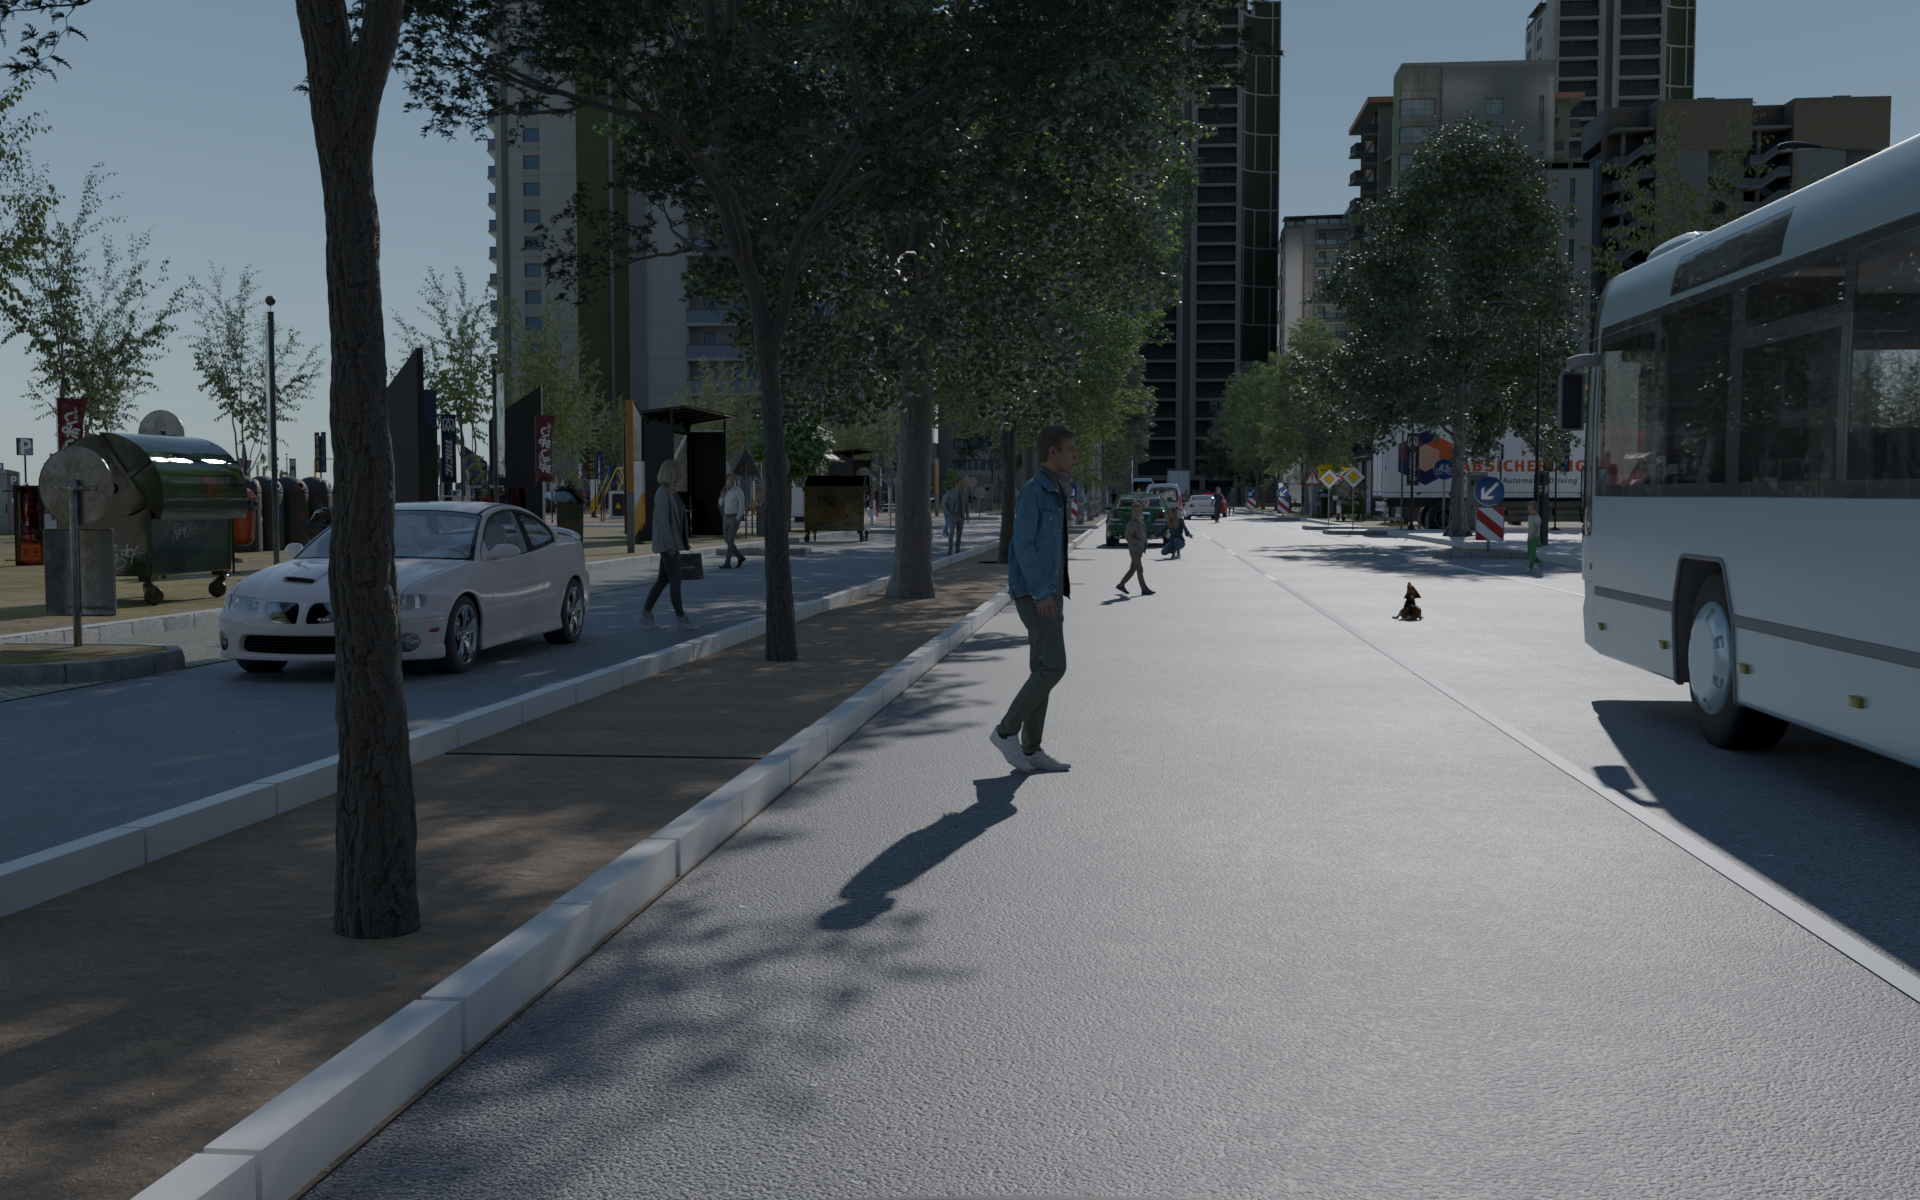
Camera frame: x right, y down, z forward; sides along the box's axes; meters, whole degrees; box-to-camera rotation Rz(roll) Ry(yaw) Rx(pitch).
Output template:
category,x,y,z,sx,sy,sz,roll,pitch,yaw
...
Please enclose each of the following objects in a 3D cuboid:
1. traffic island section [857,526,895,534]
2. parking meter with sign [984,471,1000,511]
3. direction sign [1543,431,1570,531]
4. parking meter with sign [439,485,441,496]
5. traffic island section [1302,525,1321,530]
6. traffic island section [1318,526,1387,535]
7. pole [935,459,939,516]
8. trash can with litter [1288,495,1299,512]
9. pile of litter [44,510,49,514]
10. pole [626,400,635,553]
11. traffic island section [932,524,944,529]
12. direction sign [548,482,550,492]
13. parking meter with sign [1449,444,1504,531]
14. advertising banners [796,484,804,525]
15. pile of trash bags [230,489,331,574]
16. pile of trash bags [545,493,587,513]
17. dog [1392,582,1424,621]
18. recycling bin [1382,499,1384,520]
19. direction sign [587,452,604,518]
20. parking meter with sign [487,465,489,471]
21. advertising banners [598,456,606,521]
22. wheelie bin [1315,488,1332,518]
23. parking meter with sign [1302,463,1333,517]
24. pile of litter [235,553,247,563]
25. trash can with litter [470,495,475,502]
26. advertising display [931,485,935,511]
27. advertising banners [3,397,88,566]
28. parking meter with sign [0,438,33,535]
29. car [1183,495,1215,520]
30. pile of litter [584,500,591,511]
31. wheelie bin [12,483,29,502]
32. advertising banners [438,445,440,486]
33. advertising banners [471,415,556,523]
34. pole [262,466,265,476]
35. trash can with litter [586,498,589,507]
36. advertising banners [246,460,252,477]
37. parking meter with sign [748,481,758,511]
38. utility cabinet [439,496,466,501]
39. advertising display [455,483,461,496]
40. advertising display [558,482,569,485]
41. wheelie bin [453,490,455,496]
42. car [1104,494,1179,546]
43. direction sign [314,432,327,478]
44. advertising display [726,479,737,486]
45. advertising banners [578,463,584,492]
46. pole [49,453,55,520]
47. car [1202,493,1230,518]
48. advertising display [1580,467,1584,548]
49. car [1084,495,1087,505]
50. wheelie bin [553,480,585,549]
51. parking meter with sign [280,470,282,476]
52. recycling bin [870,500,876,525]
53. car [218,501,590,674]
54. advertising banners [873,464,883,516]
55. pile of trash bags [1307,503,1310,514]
category,x,y,z,sx,sy,sz,roll,pitch,yaw
traffic island section,-2.563,-2.523,63.529,2.009,0.180,2.903,0,4,6
parking meter with sign,2.175,-8.374,133.172,1.738,3.016,0.543,0,4,5
direction sign,20.961,-4.215,60.913,0.876,3.537,0.379,1,4,17
parking meter with sign,-44.148,-9.278,147.952,1.738,3.016,0.543,-1,4,-17
traffic island section,14.863,-2.903,69.749,2.009,0.180,2.903,0,4,6
traffic island section,14.039,-2.418,61.807,2.009,0.180,2.903,0,4,6
pole,-1.334,-6.493,100.009,0.158,3.312,0.155,0,3,0
trash can with litter,23.196,-6.836,122.824,1.678,1.210,2.233,1,4,22
pile of litter,-60.037,-6.060,113.047,1.719,0.858,1.176,2,4,33
pole,-7.165,-2.679,37.642,0.158,3.312,0.155,0,3,0
traffic island section,-1.739,-3.009,71.471,2.009,0.180,2.903,0,4,6
direction sign,-35.247,-9.588,148.760,0.379,3.537,0.876,-2,4,-29
parking meter with sign,18.082,-3.940,60.674,1.738,3.016,0.543,0,4,8
advertising banners,-6.176,-4.689,72.847,2.074,3.025,0.090,-3,5,-41
pile of trash bags,-10.295,-1.124,28.124,3.447,1.369,1.912,0,4,-2
pile of trash bags,-27.028,-6.637,118.267,3.447,1.369,1.912,1,4,18
dog,5.113,0.015,19.947,0.748,0.427,0.550,-3,4,-37
recycling bin,21.071,-4.395,84.406,0.722,1.027,0.722,-2,4,-27
direction sign,-19.523,-6.160,92.718,0.876,3.537,0.379,0,4,-5
parking meter with sign,-28.156,-6.477,102.156,0.543,3.016,1.738,1,4,12
advertising banners,-16.853,-5.217,81.493,0.090,3.025,2.074,0,4,-3
wheelie bin,19.300,-5.144,92.014,0.693,1.594,0.980,-1,4,-15
parking meter with sign,20.117,-6.186,97.396,1.738,3.016,0.543,1,4,14
pile of litter,-14.178,-1.139,32.595,1.719,0.858,1.176,3,5,42
trash can with litter,-24.294,-4.667,87.368,2.233,1.210,1.678,-1,4,-14
advertising display,-2.495,-8.309,141.067,0.974,1.923,0.123,-2,4,-32
advertising banners,-16.738,-2.132,31.039,2.074,3.025,0.090,-2,4,-29
parking meter with sign,-29.717,-3.529,53.961,1.738,3.016,0.543,1,4,21
car,13.712,-5.261,98.382,2.083,1.381,4.827,0,4,4
pile of litter,-28.376,-7.154,130.927,1.719,0.858,1.176,1,4,21
wheelie bin,-26.933,-2.573,49.976,0.693,1.594,0.980,-3,4,-36
advertising banners,-18.987,-3.984,61.333,2.074,3.025,0.090,3,5,39
advertising banners,-9.714,-2.546,37.822,2.074,3.025,0.090,-3,5,-43
pole,-51.294,-8.185,127.674,0.158,3.312,0.155,0,3,0
trash can with litter,-29.085,-7.511,134.184,0.624,1.170,1.055,1,4,13
advertising banners,-36.633,-5.626,88.168,0.090,3.025,2.074,1,4,12
parking meter with sign,-15.569,-8.217,130.600,0.543,3.016,1.738,1,4,9
utility cabinet,-18.741,-3.226,63.901,1.020,1.237,0.306,-3,5,-43
advertising display,-28.764,-5.768,99.519,0.123,1.923,0.974,-3,4,-37
advertising display,-21.823,-5.513,95.356,0.123,1.923,0.974,3,4,36
wheelie bin,-41.722,-8.235,142.555,0.693,1.594,0.980,1,4,16
car,5.112,-2.274,48.976,2.131,1.459,4.920,0,4,8
direction sign,-23.320,-4.356,63.216,0.876,3.537,0.379,3,5,44
advertising display,-9.907,-4.157,73.187,0.974,1.923,0.123,-1,4,-13
advertising banners,-22.947,-6.510,102.627,0.090,3.025,2.074,2,4,27
pole,-45.434,-5.678,86.683,0.158,3.312,0.155,0,3,0
car,15.639,-6.016,107.405,2.155,1.783,4.494,0,4,7
advertising display,15.062,-2.195,41.096,0.123,1.923,0.974,-1,4,-15
car,14.452,-11.500,200.393,2.083,1.381,4.827,0,4,5
wheelie bin,-8.523,-1.829,37.806,0.693,1.594,0.980,-1,4,-12
parking meter with sign,-48.214,-7.898,125.396,1.738,3.016,0.543,-1,4,-9
recycling bin,-3.888,-3.615,71.663,0.722,1.027,0.722,0,4,6
car,-4.734,-0.186,15.401,2.083,1.381,4.827,0,4,5
advertising banners,-4.790,-6.289,99.009,0.090,3.025,2.074,1,4,18
pile of trash bags,22.772,-6.019,108.160,1.912,1.369,3.447,0,4,5
